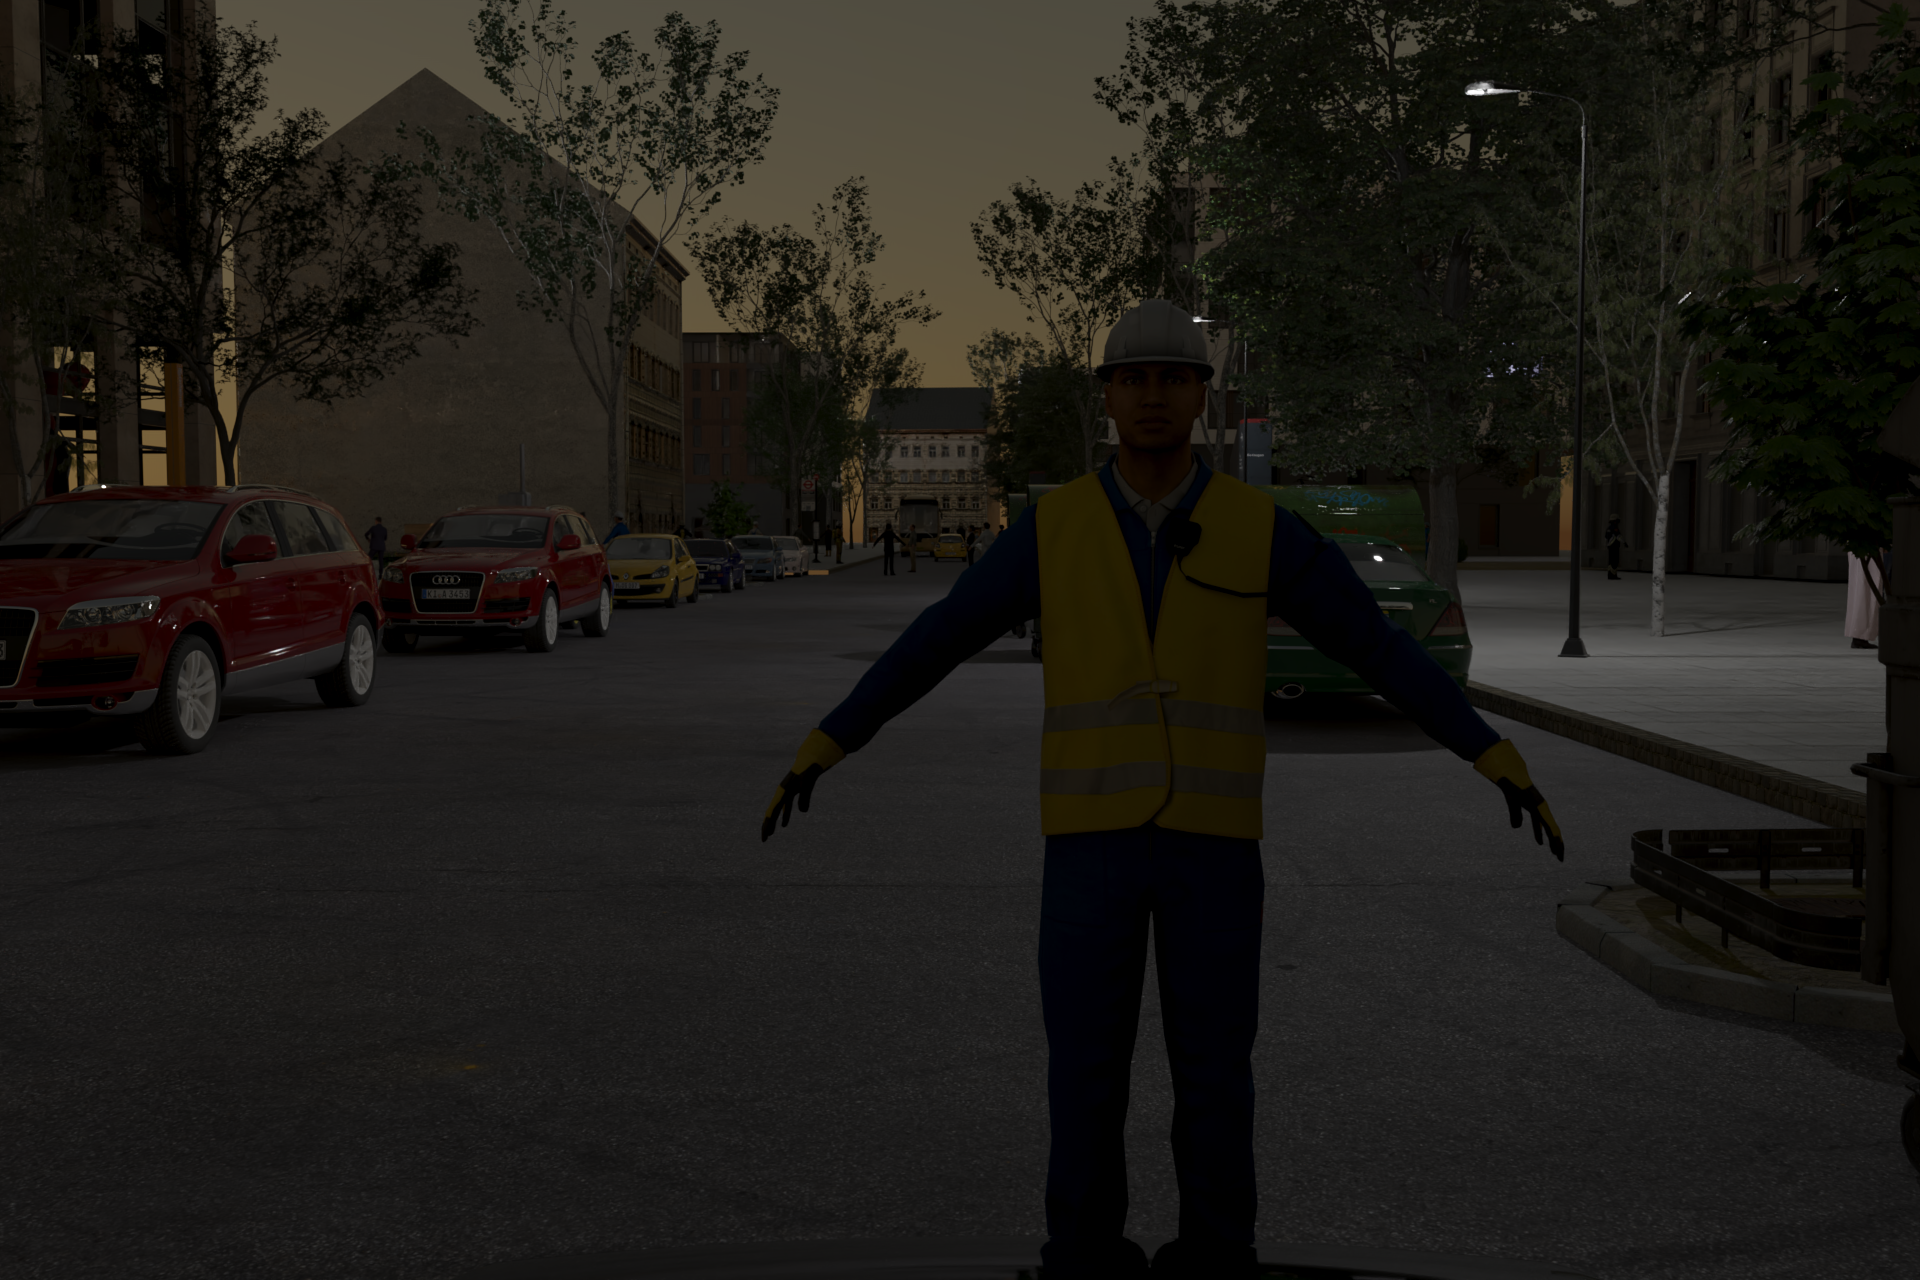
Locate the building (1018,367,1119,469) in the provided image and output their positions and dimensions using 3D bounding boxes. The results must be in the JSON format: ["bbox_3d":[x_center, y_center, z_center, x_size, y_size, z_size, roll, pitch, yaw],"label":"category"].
[{"bbox_3d":[21.517,-23.514,228.421,27.936,21.610,32.646,0,4,0],"label":"building"}]

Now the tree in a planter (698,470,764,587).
[{"bbox_3d":[-6.498,-3.111,48.088,1.991,3.239,1.994,0,4,0],"label":"tree in a planter"}]

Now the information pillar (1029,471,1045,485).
[{"bbox_3d":[3.208,-5.044,71.852,0.750,3.857,0.750,0,3,0],"label":"information pillar"}]

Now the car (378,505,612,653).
[{"bbox_3d":[-5.945,-0.854,22.633,2.281,1.827,5.304,0,4,0],"label":"car"}]

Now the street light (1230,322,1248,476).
[{"bbox_3d":[6.640,-3.943,37.006,1.470,5.913,1.316,0,4,0],"label":"street light"}]

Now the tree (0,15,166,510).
[{"bbox_3d":[-12.427,-4.456,23.217,4.360,8.622,3.978,0,3,0],"label":"tree"}]

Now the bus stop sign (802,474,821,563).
[{"bbox_3d":[-6.601,-5.404,77.052,0.855,3.939,0.416,0,4,0],"label":"bus stop sign"}]

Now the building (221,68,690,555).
[{"bbox_3d":[-25.255,-15.921,91.240,19.493,23.208,18.063,0,4,-1],"label":"building"}]

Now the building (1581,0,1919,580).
[{"bbox_3d":[26.993,-12.521,52.942,9.793,21.092,18.267,0,4,0],"label":"building"}]

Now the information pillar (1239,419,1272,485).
[{"bbox_3d":[6.680,-3.048,39.205,0.750,3.857,0.750,0,3,0],"label":"information pillar"}]

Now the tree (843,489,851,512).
[{"bbox_3d":[-21.313,-21.309,258.778,12.009,13.543,11.850,0,3,0],"label":"tree"}]

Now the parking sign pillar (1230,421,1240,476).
[{"bbox_3d":[6.822,-3.265,41.858,1.447,3.967,1.447,0,4,0],"label":"parking sign pillar"}]

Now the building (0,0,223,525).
[{"bbox_3d":[-30.718,-15.984,27.557,22.709,31.103,35.509,0,4,1],"label":"building"}]

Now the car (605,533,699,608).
[{"bbox_3d":[-6.326,-1.498,34.721,2.015,1.641,3.980,0,4,0],"label":"car"}]

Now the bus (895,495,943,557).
[{"bbox_3d":[-2.532,-7.340,111.562,2.896,3.916,12.252,0,4,0],"label":"bus"}]

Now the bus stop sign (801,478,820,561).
[{"bbox_3d":[-6.978,-5.646,81.014,0.855,3.939,0.416,0,4,0],"label":"bus stop sign"}]

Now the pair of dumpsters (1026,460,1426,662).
[{"bbox_3d":[2.931,-0.903,19.718,4.436,2.255,1.574,0,4,-1],"label":"pair of dumpsters"}]

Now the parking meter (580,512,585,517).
[{"bbox_3d":[-10.039,-2.431,45.463,0.399,1.863,0.255,0,4,1],"label":"parking meter"}]

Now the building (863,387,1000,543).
[{"bbox_3d":[-3.927,-25.961,257.847,18.063,23.208,19.493,0,4,7],"label":"building"}]

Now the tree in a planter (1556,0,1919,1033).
[{"bbox_3d":[3.154,-0.525,5.801,1.991,3.239,1.994,0,3,0],"label":"tree in a planter"}]

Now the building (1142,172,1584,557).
[{"bbox_3d":[25.641,-16.534,114.308,27.936,21.610,32.646,0,3,0],"label":"building"}]

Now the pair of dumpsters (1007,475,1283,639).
[{"bbox_3d":[2.834,-1.178,24.215,4.436,2.255,1.574,0,4,-1],"label":"pair of dumpsters"}]

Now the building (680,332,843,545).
[{"bbox_3d":[-28.278,-21.273,191.787,27.936,21.610,32.646,0,4,1],"label":"building"}]

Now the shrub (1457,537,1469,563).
[{"bbox_3d":[22.297,-4.062,77.526,1.383,1.207,1.383,0,3,0],"label":"shrub"}]

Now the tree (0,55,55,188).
[{"bbox_3d":[-12.247,-4.903,14.575,7.601,10.594,8.767,3,5,39],"label":"tree"}]

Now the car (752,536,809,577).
[{"bbox_3d":[-6.180,-2.847,58.913,2.083,1.381,4.827,0,4,0],"label":"car"}]

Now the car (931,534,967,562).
[{"bbox_3d":[-0.510,-4.914,90.562,2.015,1.641,3.980,0,4,-1],"label":"car"}]

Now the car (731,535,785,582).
[{"bbox_3d":[-6.431,-2.545,53.616,2.014,1.417,4.499,0,4,0],"label":"car"}]

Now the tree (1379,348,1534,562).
[{"bbox_3d":[22.234,-8.793,78.184,7.601,10.594,8.767,1,4,21],"label":"tree"}]

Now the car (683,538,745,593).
[{"bbox_3d":[-6.411,-1.881,43.342,1.945,1.354,3.894,0,3,0],"label":"car"}]

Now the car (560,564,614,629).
[{"bbox_3d":[-6.599,-1.077,27.204,1.945,1.707,3.694,0,4,0],"label":"car"}]

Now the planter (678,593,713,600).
[{"bbox_3d":[-6.550,-1.057,38.429,1.991,0.319,1.994,0,3,0],"label":"planter"}]

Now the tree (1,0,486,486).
[{"bbox_3d":[-12.496,-5.837,29.853,8.767,10.594,7.601,-1,4,-16],"label":"tree"}]

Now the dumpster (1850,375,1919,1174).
[{"bbox_3d":[2.884,0.299,3.327,1.865,1.857,1.264,0,4,-1],"label":"dumpster"}]

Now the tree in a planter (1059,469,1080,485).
[{"bbox_3d":[3.194,-3.050,47.088,1.991,3.239,1.994,0,4,-1],"label":"tree in a planter"}]

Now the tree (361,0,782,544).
[{"bbox_3d":[-13.343,-12.434,59.185,12.611,20.169,13.585,0,3,0],"label":"tree"}]

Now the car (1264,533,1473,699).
[{"bbox_3d":[2.860,-0.178,14.703,2.131,1.459,4.920,0,4,-1],"label":"car"}]

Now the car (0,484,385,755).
[{"bbox_3d":[-5.974,-0.259,12.911,2.281,1.827,5.304,0,4,0],"label":"car"}]

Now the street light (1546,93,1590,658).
[{"bbox_3d":[6.961,-2.776,17.933,1.470,5.913,1.316,0,4,0],"label":"street light"}]

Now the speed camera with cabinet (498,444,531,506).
[{"bbox_3d":[-9.780,-2.717,38.752,0.660,3.252,2.038,0,4,1],"label":"speed camera with cabinet"}]
